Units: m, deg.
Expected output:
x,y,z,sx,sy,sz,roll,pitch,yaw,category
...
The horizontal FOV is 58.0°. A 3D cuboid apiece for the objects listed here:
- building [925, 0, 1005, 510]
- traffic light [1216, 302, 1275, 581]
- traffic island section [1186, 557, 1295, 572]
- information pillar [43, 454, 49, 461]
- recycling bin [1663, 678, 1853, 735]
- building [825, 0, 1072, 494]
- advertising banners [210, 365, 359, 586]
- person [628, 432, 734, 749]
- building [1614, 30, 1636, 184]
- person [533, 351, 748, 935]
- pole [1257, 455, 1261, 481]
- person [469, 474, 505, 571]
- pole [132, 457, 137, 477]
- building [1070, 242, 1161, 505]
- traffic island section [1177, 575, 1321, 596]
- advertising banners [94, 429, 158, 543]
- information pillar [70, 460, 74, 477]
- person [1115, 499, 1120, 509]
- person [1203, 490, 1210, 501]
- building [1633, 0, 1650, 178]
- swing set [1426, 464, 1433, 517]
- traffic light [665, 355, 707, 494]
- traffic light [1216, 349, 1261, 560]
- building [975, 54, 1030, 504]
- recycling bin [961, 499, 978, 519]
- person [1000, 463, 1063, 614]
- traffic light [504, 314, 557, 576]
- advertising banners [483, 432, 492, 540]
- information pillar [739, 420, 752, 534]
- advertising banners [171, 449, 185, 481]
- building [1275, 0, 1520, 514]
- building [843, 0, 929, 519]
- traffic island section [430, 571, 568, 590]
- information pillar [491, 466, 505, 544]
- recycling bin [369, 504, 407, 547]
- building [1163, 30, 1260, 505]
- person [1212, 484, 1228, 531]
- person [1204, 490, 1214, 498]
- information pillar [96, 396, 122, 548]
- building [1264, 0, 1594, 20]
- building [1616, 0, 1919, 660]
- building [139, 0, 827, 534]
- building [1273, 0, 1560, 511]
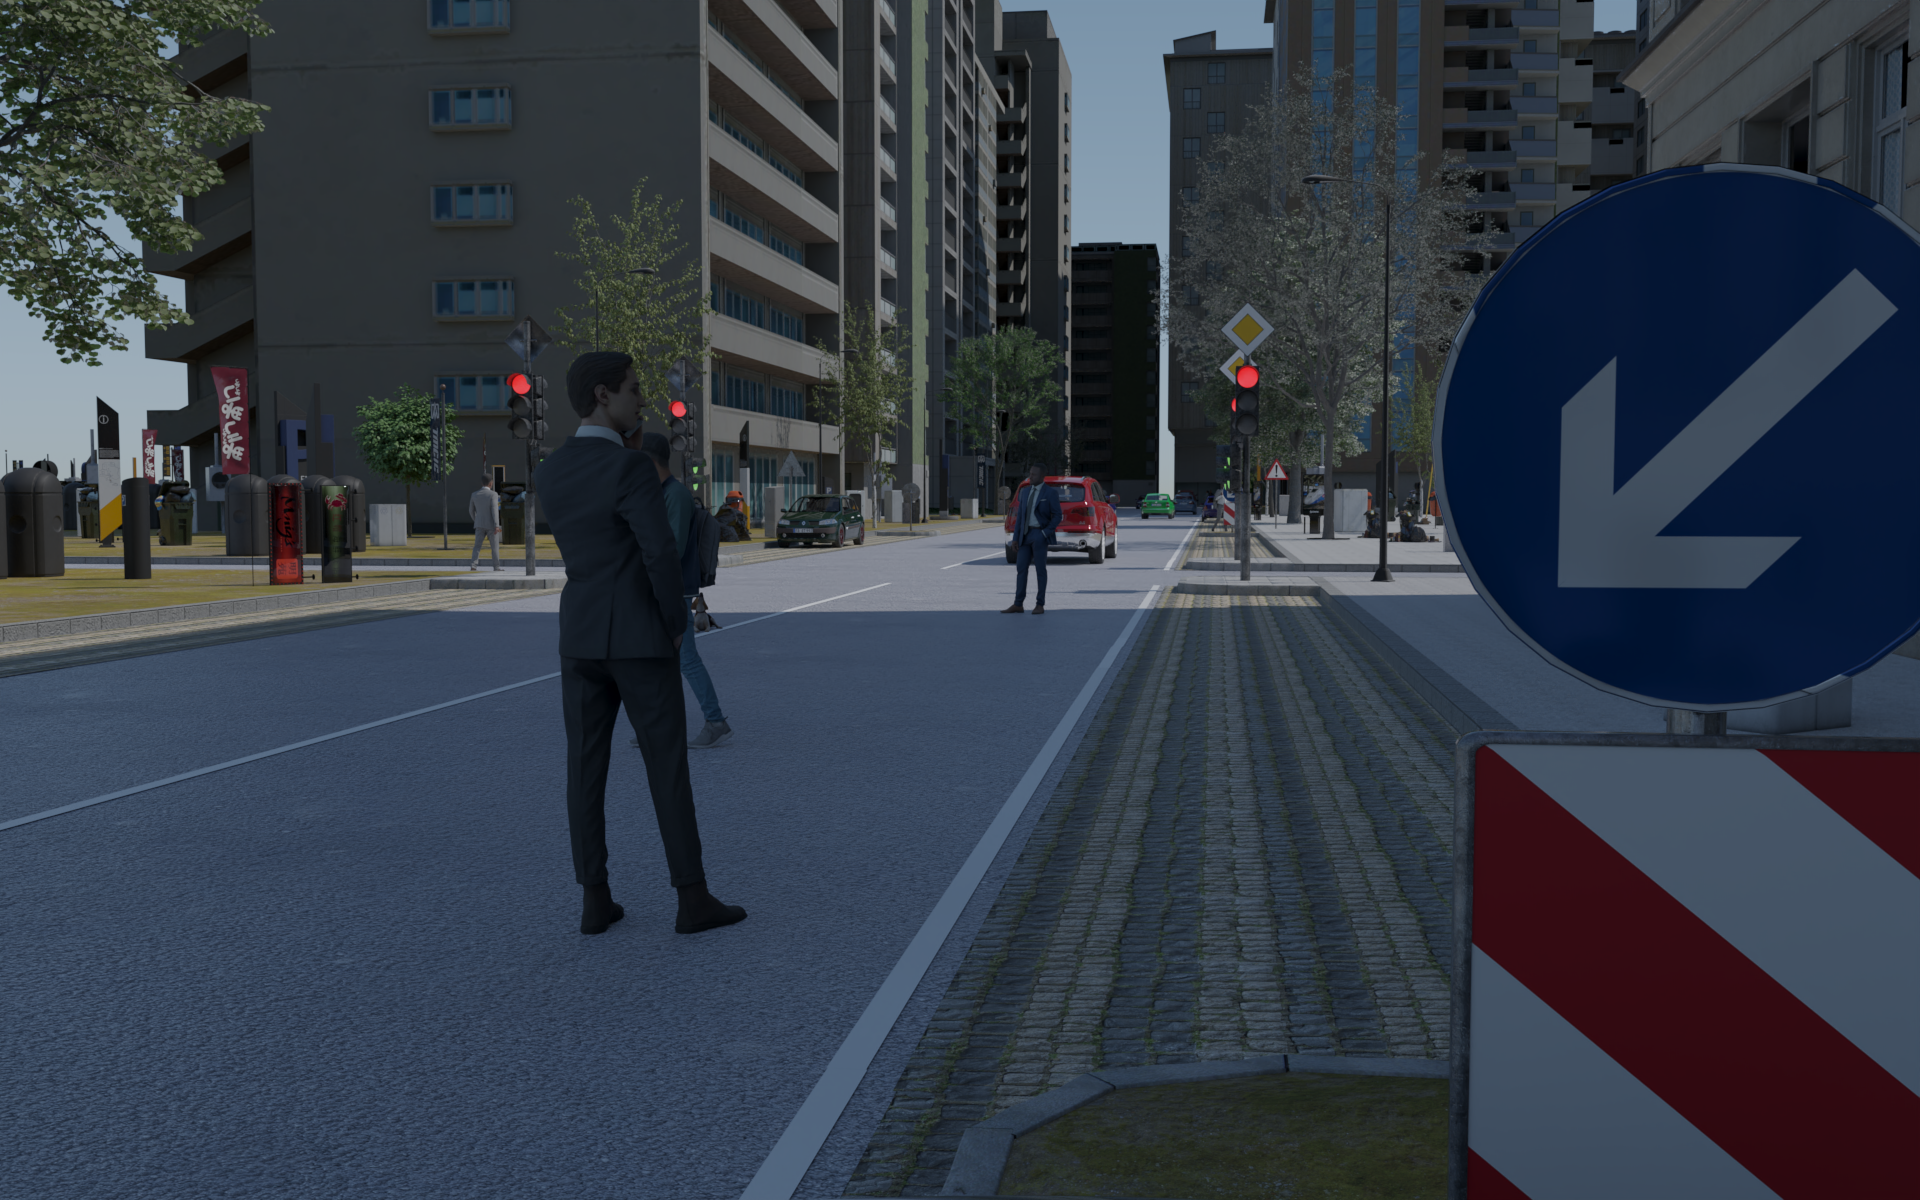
x,y,z,sx,sy,sz,roll,pitch,yaw,category
-7.508,-41.742,120.732,20.563,71.187,20.611,1,4,8,building
4.207,-2.240,25.543,0.839,4.253,0.868,1,4,8,traffic light
5.406,-0.689,33.552,2.009,0.180,2.903,1,4,8,traffic island section
-53.112,-6.704,100.965,0.183,3.616,0.504,-2,4,-25,information pillar
4.455,0.177,9.664,0.722,1.027,0.722,-2,4,-30,recycling bin
-0.253,-33.611,173.240,21.600,48.544,21.300,1,4,8,building
-9.483,-1.724,24.377,0.090,3.025,2.074,3,5,43,advertising banners
-1.663,-0.060,9.836,0.721,1.781,0.623,-2,4,-35,person
65.163,-37.361,200.095,27.495,52.752,28.713,1,4,8,building
-1.092,0.129,5.758,0.648,1.900,0.474,2,4,27,person
15.505,-5.878,89.953,0.158,3.312,0.155,0,3,0,pole
-8.336,-1.323,30.404,0.678,1.792,0.850,1,4,16,person
-45.731,-6.249,96.019,0.158,3.312,0.155,0,3,0,pole
16.174,-26.298,201.672,14.107,30.474,14.160,1,4,8,building
4.245,-0.206,25.651,2.009,0.180,2.903,1,4,8,traffic island section
-22.016,-3.036,45.819,0.090,3.025,2.074,1,4,22,advertising banners
-61.078,-7.822,119.236,0.183,3.616,0.504,-1,4,-8,information pillar
15.312,-9.624,169.081,0.991,1.433,0.599,-3,5,-44,person
20.518,-8.253,144.230,0.721,1.735,1.217,2,4,28,person
74.528,-44.330,163.049,20.611,71.187,20.563,1,4,8,building
25.059,-5.413,86.128,3.119,2.851,2.862,0,4,2,swing set
-5.579,-2.820,35.030,0.839,4.253,0.868,1,4,8,traffic light
5.368,-2.723,33.443,0.839,4.253,0.868,1,4,8,traffic light
-9.906,-27.739,145.408,32.217,40.220,23.993,1,4,8,building
0.488,-4.760,90.380,0.722,1.027,0.722,1,4,23,recycling bin
0.885,-0.739,20.758,0.721,1.800,0.419,2,4,31,person
-6.739,-2.337,27.129,0.839,4.253,0.868,1,4,8,traffic light
-13.221,-3.201,48.523,0.090,3.025,2.074,-1,4,-20,advertising banners
-6.853,-3.903,55.165,0.183,3.616,0.504,-3,4,-37,information pillar
-29.776,-4.368,67.598,2.074,3.025,0.090,0,4,7,advertising banners
28.378,-28.426,114.871,14.600,45.320,14.200,1,4,8,building
-9.705,-24.880,90.380,14.154,41.232,14.086,1,4,8,building
-6.777,-0.305,27.269,2.009,0.180,2.903,1,4,8,traffic island section
-11.926,-2.463,44.769,0.304,2.012,0.304,-1,4,-22,information pillar
-14.114,-1.846,42.739,0.722,1.027,0.722,-2,4,-33,recycling bin
38.100,-37.663,205.036,27.495,52.752,28.713,1,4,8,building
9.261,-3.234,61.473,0.679,1.850,0.850,-3,5,-40,person
22.521,-8.998,155.635,1.348,1.821,0.705,1,4,15,person
-20.354,-3.062,41.411,0.504,3.616,0.183,-2,4,-34,information pillar
43.471,-35.161,164.124,28.713,52.752,27.495,1,4,8,building
13.859,-10.604,6.665,16.112,22.955,30.059,1,4,8,building
-17.088,-27.001,65.167,21.300,48.544,21.600,1,4,8,building
35.515,-36.311,135.681,21.231,58.520,28.212,1,4,8,building
